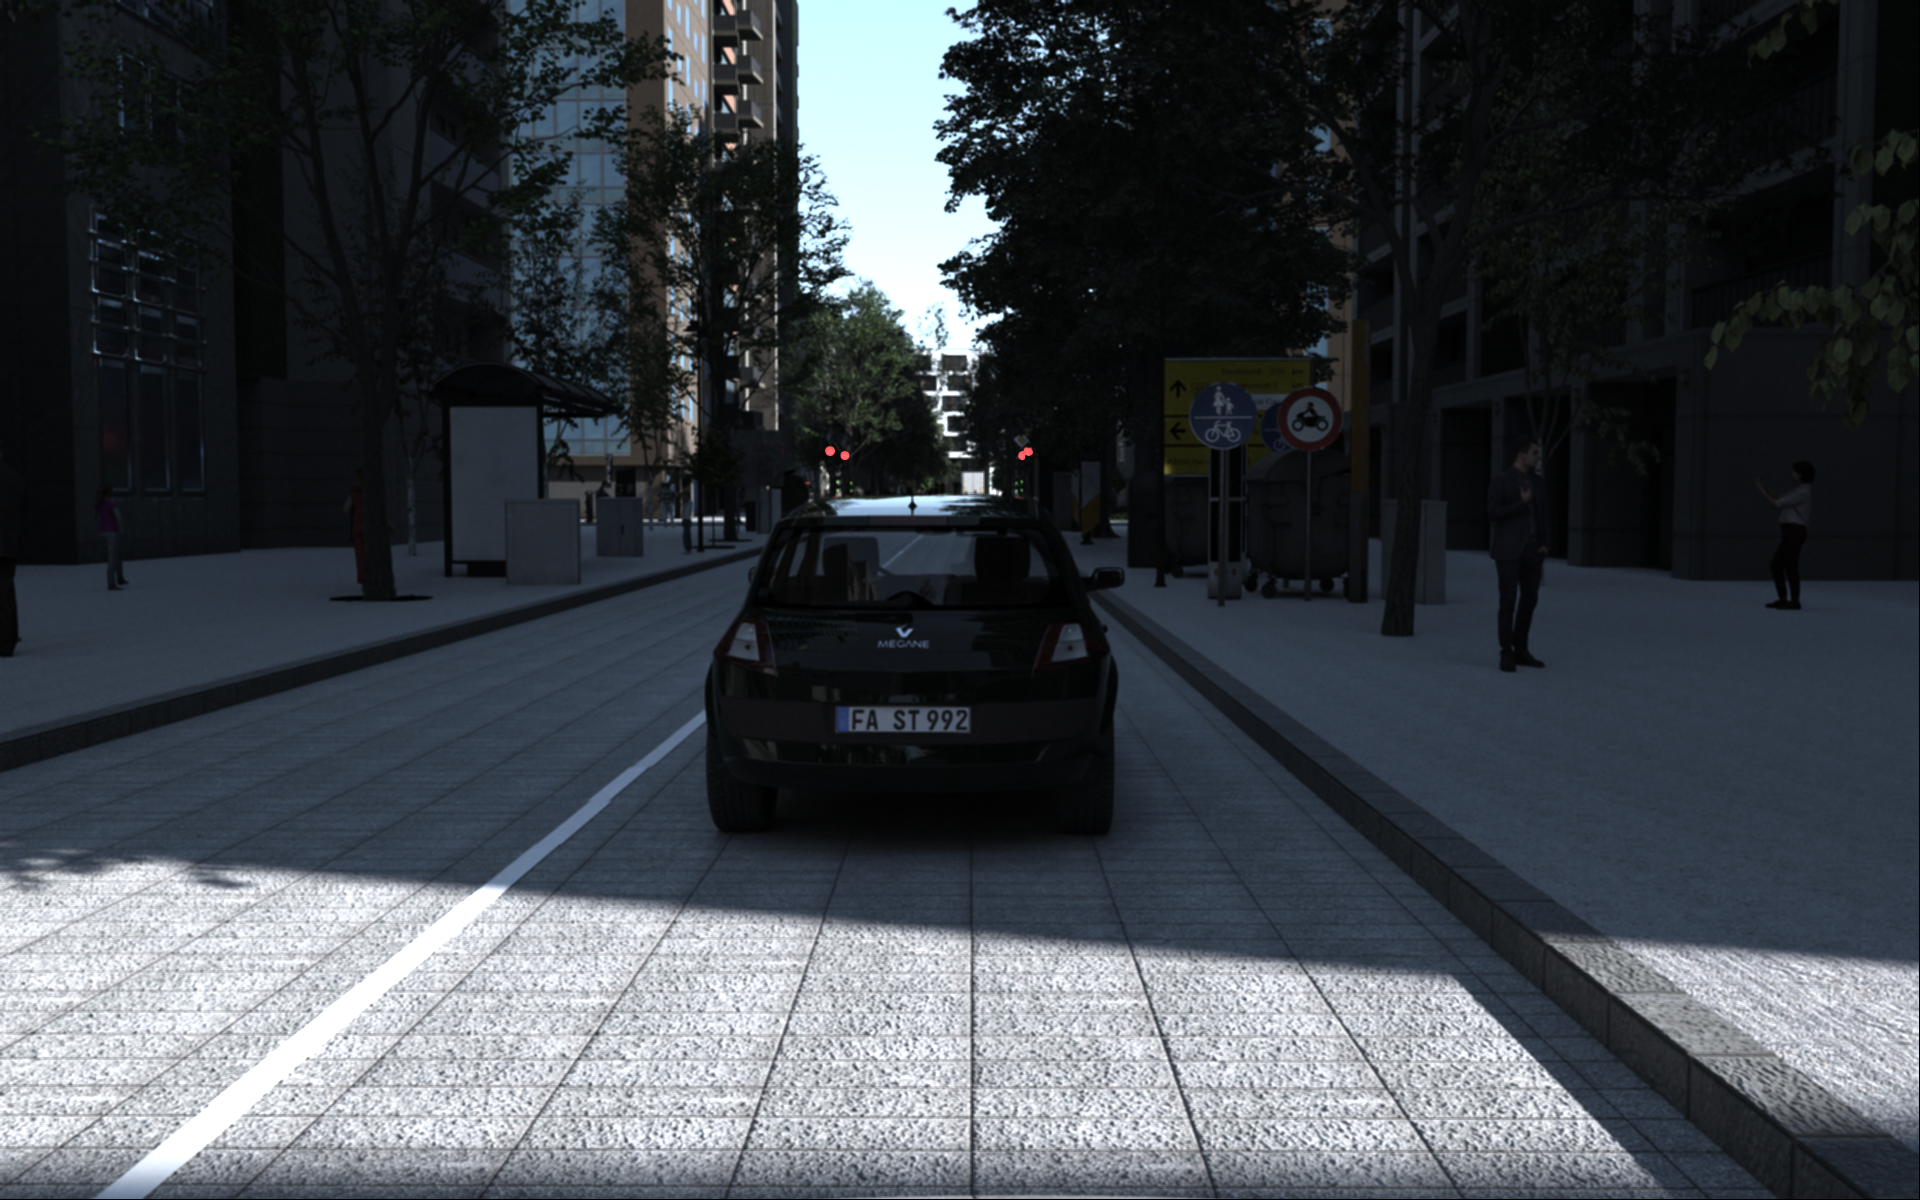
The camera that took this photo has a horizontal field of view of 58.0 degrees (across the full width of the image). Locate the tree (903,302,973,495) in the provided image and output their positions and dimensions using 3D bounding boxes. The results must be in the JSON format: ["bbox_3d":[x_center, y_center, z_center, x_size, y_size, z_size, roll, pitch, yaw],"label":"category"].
[{"bbox_3d":[-4.266,-19.203,169.865,12.611,20.169,13.585,0,3,0],"label":"tree"}]

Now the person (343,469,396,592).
[{"bbox_3d":[-7.764,-0.918,22.764,0.593,1.614,0.444,1,4,23],"label":"person"}]

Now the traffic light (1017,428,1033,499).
[{"bbox_3d":[2.691,-4.881,68.722,0.839,4.253,0.868,0,4,0],"label":"traffic light"}]

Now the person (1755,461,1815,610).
[{"bbox_3d":[9.165,-0.720,19.283,0.517,1.644,0.566,-2,4,-24],"label":"person"}]

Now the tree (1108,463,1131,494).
[{"bbox_3d":[9.504,-6.823,106.164,1.663,3.219,1.824,0,3,0],"label":"tree"}]

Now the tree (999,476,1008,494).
[{"bbox_3d":[4.307,-9.944,157.177,1.663,3.219,1.824,0,3,0],"label":"tree"}]

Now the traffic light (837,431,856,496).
[{"bbox_3d":[-5.055,-5.371,76.745,0.839,4.253,0.868,0,4,0],"label":"traffic light"}]

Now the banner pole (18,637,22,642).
[{"bbox_3d":[-8.235,-1.511,14.718,0.401,3.779,0.863,-2,4,-34],"label":"banner pole"}]

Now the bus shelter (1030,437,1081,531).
[{"bbox_3d":[3.479,-4.409,63.365,1.731,3.624,6.357,0,4,0],"label":"bus shelter"}]

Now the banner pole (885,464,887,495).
[{"bbox_3d":[-5.702,-8.773,133.450,0.401,3.779,0.863,1,4,11],"label":"banner pole"}]

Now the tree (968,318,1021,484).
[{"bbox_3d":[3.655,-12.825,120.057,12.009,13.543,11.850,0,3,0],"label":"tree"}]

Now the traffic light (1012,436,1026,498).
[{"bbox_3d":[2.746,-5.369,76.707,0.839,4.253,0.868,0,4,0],"label":"traffic light"}]

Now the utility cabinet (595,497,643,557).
[{"bbox_3d":[-7.000,-1.494,35.589,1.020,1.237,0.306,2,4,28],"label":"utility cabinet"}]

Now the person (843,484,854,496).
[{"bbox_3d":[-5.147,-4.449,79.484,0.576,1.737,0.504,-3,4,-39],"label":"person"}]

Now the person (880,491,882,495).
[{"bbox_3d":[-6.005,-7.750,135.124,0.546,1.535,0.453,-1,4,-12],"label":"person"}]

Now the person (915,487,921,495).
[{"bbox_3d":[-1.939,-4.731,86.377,0.750,1.759,0.617,0,4,0],"label":"person"}]

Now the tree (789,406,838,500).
[{"bbox_3d":[-10.243,-10.619,123.986,4.360,8.622,3.978,0,3,0],"label":"tree"}]

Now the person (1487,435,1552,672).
[{"bbox_3d":[4.100,-0.351,12.704,0.541,1.710,0.530,-1,4,-11],"label":"person"}]

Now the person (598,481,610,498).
[{"bbox_3d":[-13.254,-3.568,64.829,0.568,1.767,0.683,-1,4,-11],"label":"person"}]

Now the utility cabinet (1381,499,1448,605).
[{"bbox_3d":[5.384,-0.575,20.559,0.306,1.237,1.020,-1,4,-16],"label":"utility cabinet"}]

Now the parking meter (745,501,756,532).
[{"bbox_3d":[-7.140,-3.275,59.260,0.399,1.863,0.255,2,4,28],"label":"parking meter"}]

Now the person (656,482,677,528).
[{"bbox_3d":[-11.144,-3.630,66.118,0.841,1.734,0.376,1,4,13],"label":"person"}]

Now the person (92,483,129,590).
[{"bbox_3d":[-11.306,-0.854,23.237,0.726,1.435,0.776,1,4,19],"label":"person"}]

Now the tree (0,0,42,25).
[{"bbox_3d":[-6.165,-3.609,9.367,4.360,8.622,3.978,0,3,0],"label":"tree"}]

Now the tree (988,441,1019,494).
[{"bbox_3d":[3.788,-11.581,139.710,4.737,8.622,4.395,0,3,0],"label":"tree"}]

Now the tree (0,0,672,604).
[{"bbox_3d":[-7.054,-5.807,20.703,9.928,11.665,9.643,0,3,0],"label":"tree"}]

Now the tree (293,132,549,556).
[{"bbox_3d":[-11.388,-5.198,35.354,4.360,8.622,3.978,0,3,0],"label":"tree"}]

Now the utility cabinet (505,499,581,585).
[{"bbox_3d":[-5.896,-0.817,24.515,1.020,1.237,0.306,-1,4,-9],"label":"utility cabinet"}]

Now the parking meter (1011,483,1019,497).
[{"bbox_3d":[2.779,-4.996,87.392,0.399,1.863,0.255,-3,5,-40],"label":"parking meter"}]

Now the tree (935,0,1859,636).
[{"bbox_3d":[4.001,-4.933,15.063,8.767,10.594,7.601,-1,4,-8],"label":"tree"}]

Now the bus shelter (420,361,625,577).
[{"bbox_3d":[-7.189,-2.155,29.150,2.014,3.302,5.546,0,4,0],"label":"bus shelter"}]

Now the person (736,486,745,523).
[{"bbox_3d":[-9.656,-4.246,76.291,0.431,1.722,0.655,0,4,-3],"label":"person"}]

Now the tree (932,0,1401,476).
[{"bbox_3d":[4.077,-7.956,36.734,9.857,13.997,8.962,0,3,0],"label":"tree"}]

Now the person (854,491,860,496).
[{"bbox_3d":[-3.880,-3.398,66.260,0.471,1.553,0.569,2,4,31],"label":"person"}]

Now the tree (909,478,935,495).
[{"bbox_3d":[-4.693,-13.566,205.518,4.285,4.588,4.351,0,3,0],"label":"tree"}]

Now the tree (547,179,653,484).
[{"bbox_3d":[-9.393,-5.489,40.108,4.360,8.622,3.978,0,3,0],"label":"tree"}]

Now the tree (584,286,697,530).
[{"bbox_3d":[-11.002,-6.754,60.786,4.737,8.622,4.395,0,3,0],"label":"tree"}]

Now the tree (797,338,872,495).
[{"bbox_3d":[-5.557,-11.728,108.766,9.611,12.733,9.660,0,3,0],"label":"tree"}]

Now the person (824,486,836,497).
[{"bbox_3d":[-5.930,-4.377,79.062,0.566,1.644,0.517,0,4,1],"label":"person"}]

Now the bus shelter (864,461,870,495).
[{"bbox_3d":[-6.784,-7.843,119.518,1.731,3.624,6.357,0,4,0],"label":"bus shelter"}]

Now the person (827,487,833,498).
[{"bbox_3d":[-9.746,-7.569,129.669,0.709,1.838,0.599,0,4,8],"label":"person"}]

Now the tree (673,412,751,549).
[{"bbox_3d":[-5.707,-2.833,40.925,1.663,3.219,1.824,0,3,0],"label":"tree"}]

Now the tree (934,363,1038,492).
[{"bbox_3d":[3.445,-13.007,130.792,7.486,12.596,7.792,0,3,0],"label":"tree"}]

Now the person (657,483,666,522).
[{"bbox_3d":[-13.891,-4.558,80.713,0.789,1.805,0.875,0,4,-7],"label":"person"}]

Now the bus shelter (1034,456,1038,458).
[{"bbox_3d":[4.912,-7.411,98.796,2.179,5.291,8.768,0,4,0],"label":"bus shelter"}]

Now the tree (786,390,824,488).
[{"bbox_3d":[-10.139,-10.298,118.732,4.737,8.622,4.395,0,3,0],"label":"tree"}]

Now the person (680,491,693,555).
[{"bbox_3d":[-5.854,-1.649,36.917,0.340,1.345,0.435,-2,4,-25],"label":"person"}]

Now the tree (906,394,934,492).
[{"bbox_3d":[-4.738,-16.742,191.855,7.486,12.596,7.792,0,3,0],"label":"tree"}]

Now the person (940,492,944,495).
[{"bbox_3d":[-0.782,-3.373,66.337,0.574,1.496,0.600,1,4,14],"label":"person"}]

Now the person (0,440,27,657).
[{"bbox_3d":[-7.700,-0.422,13.625,0.600,1.739,0.565,0,3,0],"label":"person"}]

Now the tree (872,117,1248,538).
[{"bbox_3d":[4.272,-8.177,50.698,9.611,12.733,9.660,0,3,0],"label":"tree"}]

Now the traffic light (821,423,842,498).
[{"bbox_3d":[-5.110,-4.883,68.760,0.839,4.253,0.868,0,4,0],"label":"traffic light"}]

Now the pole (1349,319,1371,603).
[{"bbox_3d":[4.691,-1.619,20.307,0.158,3.312,0.155,0,3,0],"label":"pole"}]

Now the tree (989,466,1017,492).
[{"bbox_3d":[4.974,-13.077,197.530,4.285,4.588,4.351,0,3,0],"label":"tree"}]

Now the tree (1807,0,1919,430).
[{"bbox_3d":[3.965,-3.349,5.113,4.737,8.622,4.395,0,3,0],"label":"tree"}]

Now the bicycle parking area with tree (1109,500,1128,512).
[{"bbox_3d":[10.593,-6.469,92.762,9.016,4.147,8.231,3,4,36],"label":"bicycle parking area with tree"}]

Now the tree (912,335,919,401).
[{"bbox_3d":[-6.379,-7.396,46.680,9.928,11.665,9.643,0,3,0],"label":"tree"}]

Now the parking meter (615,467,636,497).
[{"bbox_3d":[-7.091,-1.899,36.758,0.255,1.863,0.399,2,4,35],"label":"parking meter"}]

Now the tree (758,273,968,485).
[{"bbox_3d":[-5.870,-11.331,95.629,12.009,13.543,11.850,0,3,0],"label":"tree"}]
